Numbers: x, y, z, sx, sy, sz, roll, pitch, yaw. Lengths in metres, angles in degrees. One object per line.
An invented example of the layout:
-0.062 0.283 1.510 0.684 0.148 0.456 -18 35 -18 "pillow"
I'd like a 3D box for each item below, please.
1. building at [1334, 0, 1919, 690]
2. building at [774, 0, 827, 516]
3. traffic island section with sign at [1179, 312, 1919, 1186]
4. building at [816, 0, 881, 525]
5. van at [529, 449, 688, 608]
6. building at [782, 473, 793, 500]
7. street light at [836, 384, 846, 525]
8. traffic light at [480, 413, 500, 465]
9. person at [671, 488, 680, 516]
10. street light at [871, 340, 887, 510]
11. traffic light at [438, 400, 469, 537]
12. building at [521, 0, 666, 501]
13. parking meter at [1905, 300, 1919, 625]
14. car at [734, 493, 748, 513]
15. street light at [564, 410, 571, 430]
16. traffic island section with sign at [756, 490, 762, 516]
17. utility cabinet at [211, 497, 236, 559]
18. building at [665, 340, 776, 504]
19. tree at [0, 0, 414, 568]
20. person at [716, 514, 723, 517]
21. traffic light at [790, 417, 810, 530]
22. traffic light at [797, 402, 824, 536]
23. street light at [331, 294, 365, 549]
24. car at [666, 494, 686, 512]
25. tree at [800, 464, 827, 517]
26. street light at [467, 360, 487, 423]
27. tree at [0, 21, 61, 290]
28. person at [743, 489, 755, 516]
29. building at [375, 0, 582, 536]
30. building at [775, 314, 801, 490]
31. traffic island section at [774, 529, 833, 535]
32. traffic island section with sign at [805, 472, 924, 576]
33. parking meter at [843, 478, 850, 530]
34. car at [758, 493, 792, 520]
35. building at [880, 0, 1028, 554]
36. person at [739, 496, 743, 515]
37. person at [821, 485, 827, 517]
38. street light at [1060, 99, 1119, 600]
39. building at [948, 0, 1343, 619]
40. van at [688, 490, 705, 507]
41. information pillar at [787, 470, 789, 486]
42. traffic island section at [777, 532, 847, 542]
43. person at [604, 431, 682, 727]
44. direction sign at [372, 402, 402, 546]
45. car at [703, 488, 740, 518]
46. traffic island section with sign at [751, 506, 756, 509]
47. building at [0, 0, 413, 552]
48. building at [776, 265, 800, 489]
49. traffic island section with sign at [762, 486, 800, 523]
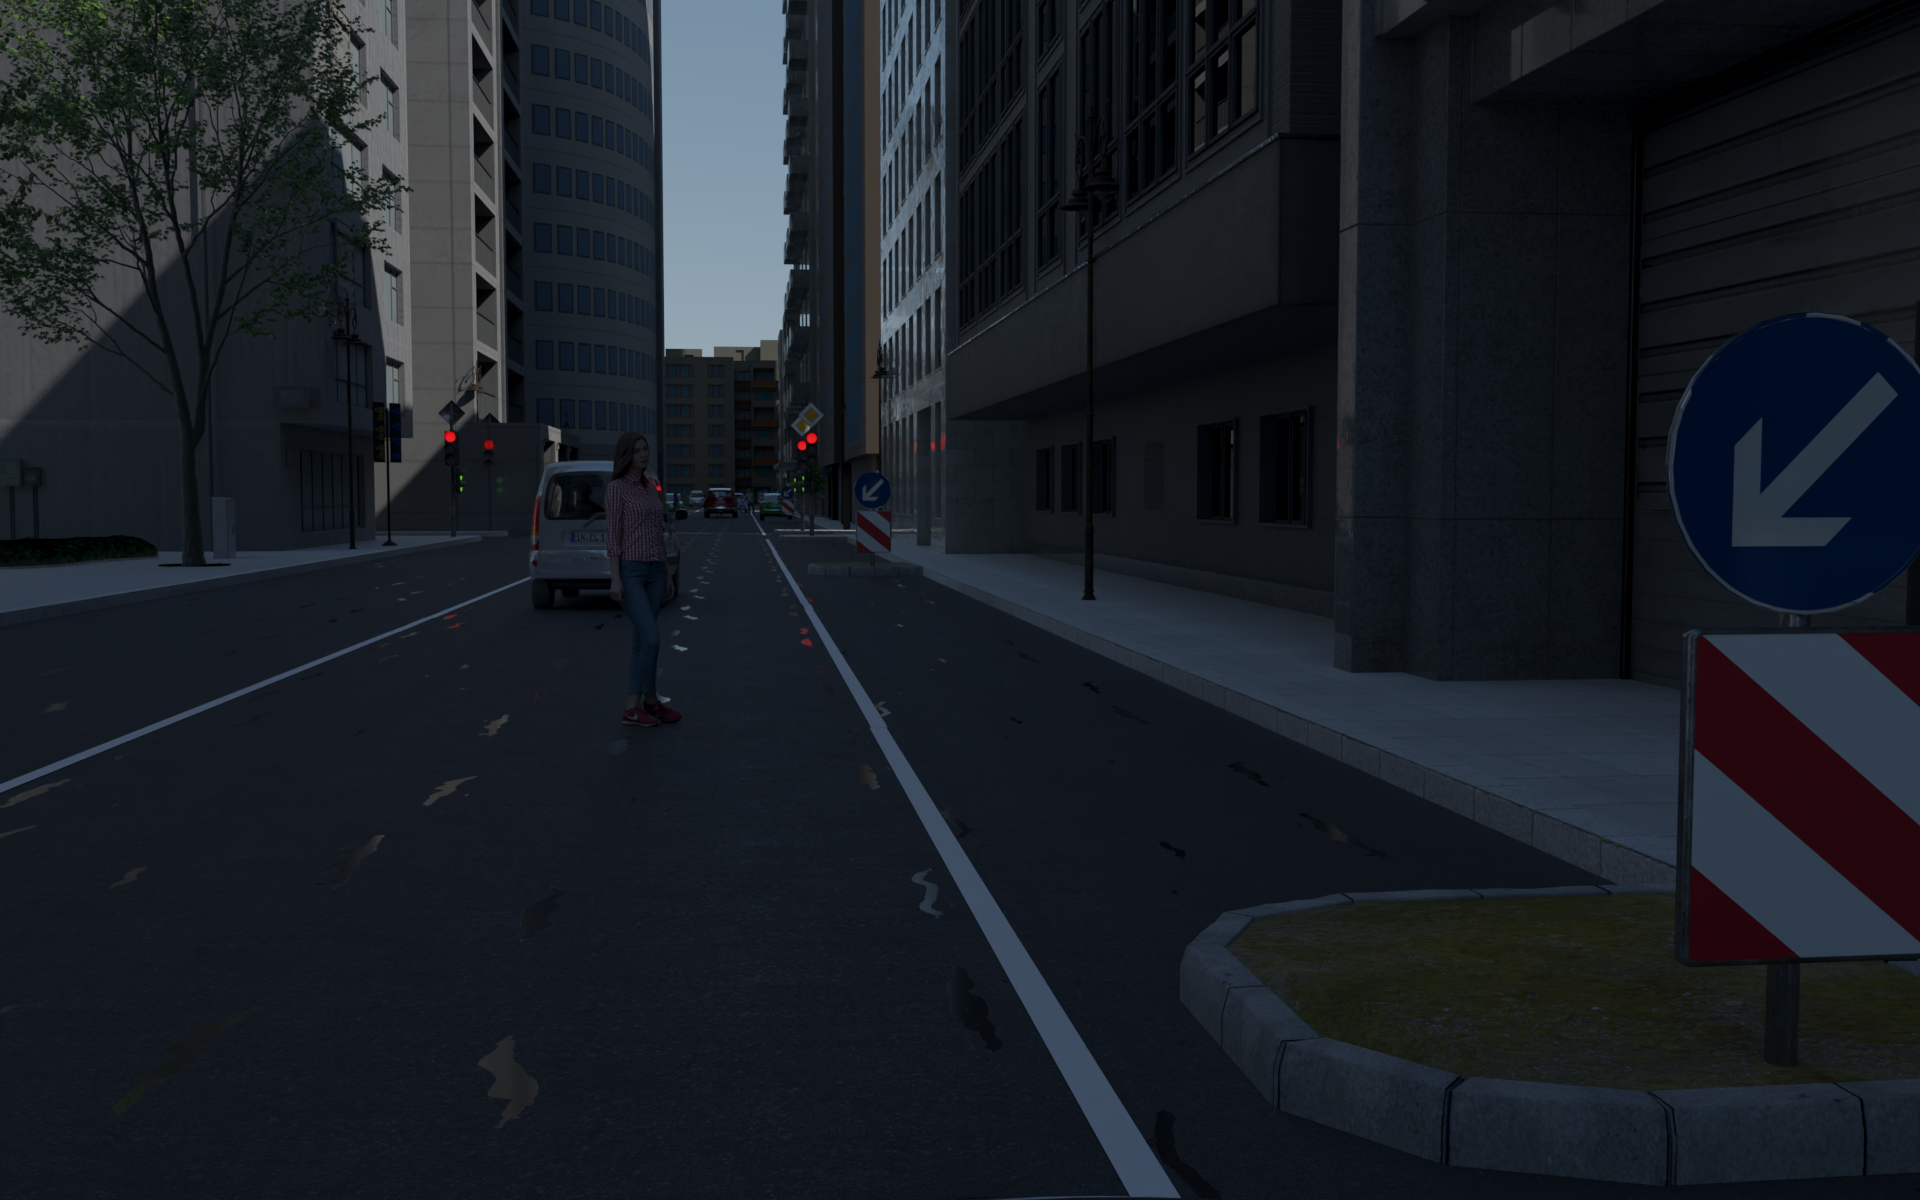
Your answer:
9.968 -11.310 2.946 12.078 24.808 19.932 0 4 -7 "building"
-0.472 -30.338 115.636 23.786 49.044 30.456 0 4 -7 "building"
1.662 0.249 4.561 1.989 1.847 2.006 0 4 -7 "traffic island section with sign"
0.227 -26.619 85.324 14.600 45.320 14.200 0 4 -7 "building"
-4.677 -0.986 23.128 2.013 2.044 4.112 0 4 -5 "van"
0.668 -28.109 151.470 32.217 40.220 23.993 0 4 -7 "building"
-4.936 -6.100 72.518 0.468 5.910 1.993 0 4 -7 "street light"
-16.152 -4.327 59.659 0.839 4.253 0.868 0 4 -7 "traffic light"
-18.425 -6.343 112.239 0.654 1.822 0.581 3 5 40 "person"
-2.407 -4.852 52.110 0.468 5.910 1.993 0 4 -7 "street light"
-15.145 -3.842 51.738 0.839 4.253 0.868 0 4 -7 "traffic light"
-28.326 -34.076 99.137 21.231 58.520 28.212 0 4 -7 "building"
3.020 0.038 5.096 0.255 1.863 0.399 -1 4 -13 "parking meter"
-17.103 -7.522 132.568 1.945 1.707 3.694 0 4 -6 "car"
-20.603 -7.239 91.143 0.468 5.910 1.993 0 4 -7 "street light"
-12.037 -6.339 112.278 1.989 1.847 2.006 0 4 -7 "traffic island section with sign"
-14.774 -1.445 34.789 0.306 1.237 1.020 -1 4 -15 "utility cabinet"
-24.792 -23.712 232.733 28.899 21.520 27.650 0 4 -7 "building"
-13.635 -6.408 30.527 9.928 11.665 9.643 0 3 0 "tree"
-15.339 -6.232 110.636 0.529 1.795 0.600 -1 4 -12 "person"
-5.578 -4.409 61.015 0.839 4.253 0.868 0 4 -7 "traffic light"
-4.571 -3.925 53.093 0.839 4.253 0.868 0 4 -7 "traffic light"
-14.134 -4.118 40.123 0.468 5.910 1.993 0 4 -7 "street light"
-20.190 -6.876 121.213 1.959 1.807 4.718 -1 4 -9 "car"
-8.126 -6.343 98.302 1.663 3.219 1.824 0 3 0 "tree"
-16.657 -5.324 59.842 0.468 5.910 1.993 0 4 -7 "street light"
-12.525 -4.222 19.386 4.737 8.622 4.395 0 3 0 "tree"
-13.999 -6.465 114.686 0.782 1.767 0.515 0 4 -4 "person"
-25.815 -38.422 66.458 20.563 71.187 20.611 0 4 -7 "building"
-4.459 -20.368 178.057 27.650 21.520 28.899 0 4 -7 "building"
-5.537 -2.376 61.134 2.009 0.180 2.903 0 4 -7 "traffic island section"
-1.738 -1.387 31.302 1.989 1.847 2.006 0 4 -7 "traffic island section with sign"
-4.079 -3.465 62.356 0.255 1.863 0.399 0 4 -6 "parking meter"
-10.141 -5.294 95.355 1.959 1.807 4.718 0 4 -6 "car"
3.780 -11.658 45.356 10.420 20.320 16.860 0 4 -7 "building"
-15.355 -6.637 121.257 0.306 1.304 0.590 -1 4 -11 "person"
-7.394 -5.450 95.346 0.583 1.804 0.606 -1 4 -15 "person"
1.562 -2.937 20.812 0.468 5.910 1.993 0 4 -7 "street light"
8.211 -14.143 24.740 14.314 27.812 24.014 0 4 -7 "building"
-28.976 -11.240 190.779 2.013 2.044 4.112 0 4 -7 "van"
-13.287 -8.721 133.945 0.183 3.616 0.504 -1 4 -18 "information pillar"
-4.530 -1.892 53.212 2.009 0.180 2.903 0 4 -7 "traffic island section"
-1.985 -0.134 10.695 0.388 1.821 0.555 1 4 19 "person"
-14.174 -3.115 42.921 0.379 3.537 0.876 2 4 29 "direction sign"
-14.694 -5.985 106.523 2.281 1.827 5.304 0 4 -7 "car"
-18.377 -9.385 162.078 1.989 1.847 2.006 0 4 -7 "traffic island section with sign"
-21.979 -22.019 43.604 14.086 41.232 14.154 0 4 -7 "building"
-11.044 -46.659 201.129 20.563 71.187 20.611 0 4 -7 "building"
-8.640 -4.704 85.537 1.989 1.847 2.006 0 4 -7 "traffic island section with sign"
